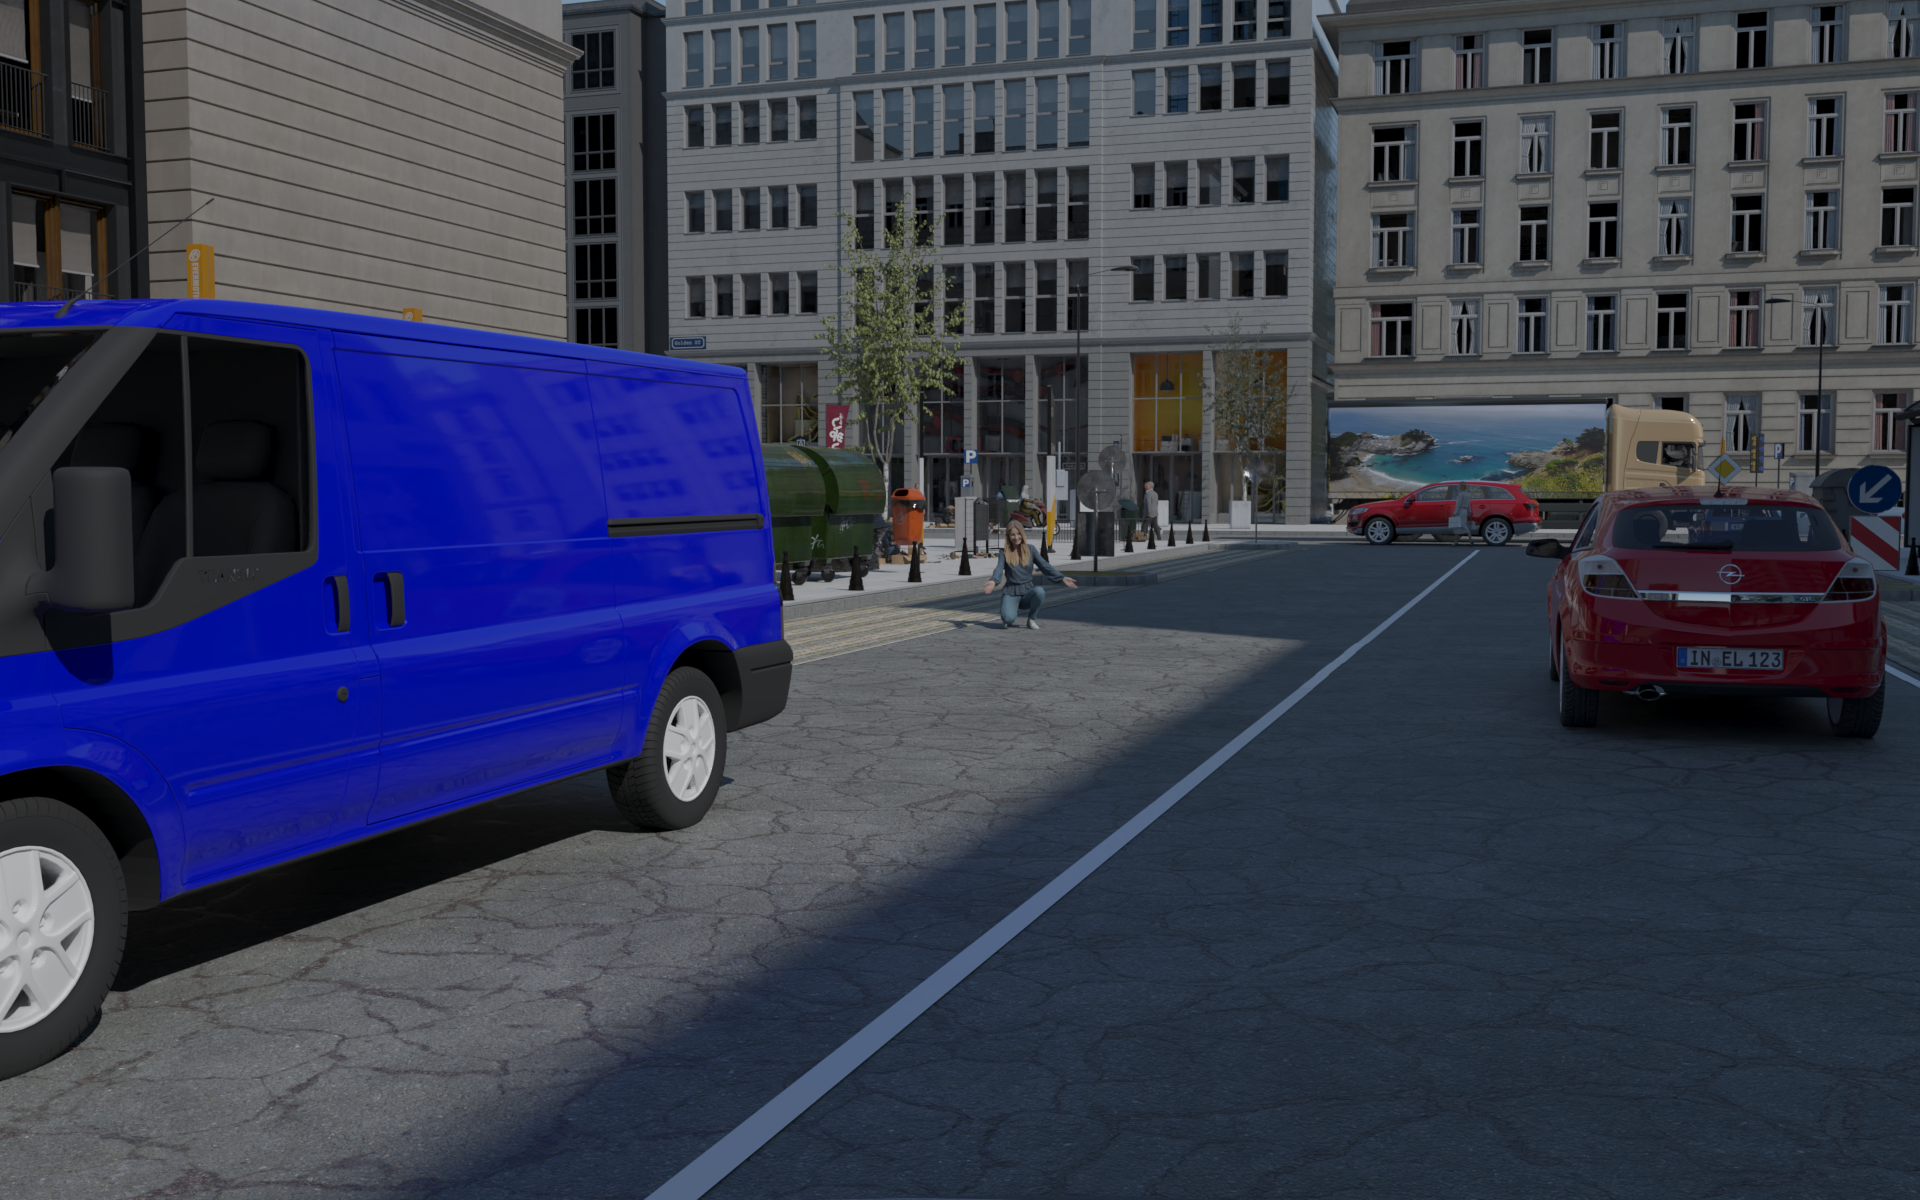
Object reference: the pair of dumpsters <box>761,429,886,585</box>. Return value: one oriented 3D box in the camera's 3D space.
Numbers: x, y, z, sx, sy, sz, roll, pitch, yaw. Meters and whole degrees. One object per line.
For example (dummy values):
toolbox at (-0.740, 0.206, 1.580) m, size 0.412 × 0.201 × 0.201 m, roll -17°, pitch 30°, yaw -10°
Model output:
pair of dumpsters at (-2.534, -1.363, 24.777) m, size 1.574 × 2.255 × 4.437 m, roll 1°, pitch 4°, yaw 19°

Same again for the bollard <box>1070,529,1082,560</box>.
bollard at (2.258, -1.082, 33.731) m, size 0.229 × 0.601 × 0.229 m, roll 0°, pitch 3°, yaw 0°

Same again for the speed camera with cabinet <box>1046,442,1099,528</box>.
speed camera with cabinet at (4.289, -4.390, 66.108) m, size 2.038 × 3.252 × 0.660 m, roll -2°, pitch 4°, yaw -26°

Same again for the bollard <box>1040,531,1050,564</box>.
bollard at (1.530, -0.951, 31.594) m, size 0.229 × 0.601 × 0.229 m, roll 0°, pitch 3°, yaw 0°

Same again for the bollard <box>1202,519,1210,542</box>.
bollard at (6.616, -1.868, 46.576) m, size 0.229 × 0.601 × 0.229 m, roll 0°, pitch 3°, yaw 0°

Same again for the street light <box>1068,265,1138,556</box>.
street light at (2.941, -3.848, 35.454) m, size 1.470 × 5.913 × 1.316 m, roll 1°, pitch 4°, yaw 19°

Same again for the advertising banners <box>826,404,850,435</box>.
advertising banners at (-3.037, -2.275, 33.379) m, size 2.074 × 3.025 × 0.090 m, roll -2°, pitch 4°, yaw -31°

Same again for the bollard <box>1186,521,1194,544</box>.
bollard at (5.893, -1.737, 44.435) m, size 0.229 × 0.601 × 0.229 m, roll 0°, pitch 3°, yaw 0°

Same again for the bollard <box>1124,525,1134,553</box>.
bollard at (3.710, -1.344, 38.014) m, size 0.229 × 0.601 × 0.229 m, roll 0°, pitch 3°, yaw 0°

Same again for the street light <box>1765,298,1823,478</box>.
street light at (19.773, -4.192, 41.080) m, size 1.470 × 5.913 × 1.316 m, roll 1°, pitch 4°, yaw 19°

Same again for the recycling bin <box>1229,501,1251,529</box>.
recycling bin at (10.293, -3.130, 63.730) m, size 0.722 × 1.027 × 0.722 m, roll 0°, pitch 4°, yaw 3°

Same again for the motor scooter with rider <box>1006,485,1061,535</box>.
motor scooter with rider at (2.514, -3.126, 60.075) m, size 1.986 × 1.779 × 0.876 m, roll 1°, pitch 4°, yaw 17°

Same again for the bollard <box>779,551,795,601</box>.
bollard at (-2.103, -0.296, 20.877) m, size 0.229 × 0.601 × 0.229 m, roll 0°, pitch 3°, yaw 0°

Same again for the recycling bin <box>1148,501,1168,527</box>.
recycling bin at (7.643, -3.362, 67.521) m, size 0.722 × 1.027 × 0.722 m, roll 3°, pitch 5°, yaw 41°

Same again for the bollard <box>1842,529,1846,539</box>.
bollard at (17.221, -1.084, 33.763) m, size 0.229 × 0.601 × 0.229 m, roll 0°, pitch 3°, yaw 0°

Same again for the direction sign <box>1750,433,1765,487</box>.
direction sign at (29.763, -4.448, 64.727) m, size 0.876 × 3.537 × 0.379 m, roll -2°, pitch 4°, yaw -35°

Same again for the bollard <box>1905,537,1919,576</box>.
bollard at (15.043, -0.691, 27.336) m, size 0.229 × 0.601 × 0.229 m, roll 0°, pitch 3°, yaw 0°

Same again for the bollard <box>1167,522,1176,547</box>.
bollard at (5.168, -1.606, 42.298) m, size 0.229 × 0.601 × 0.229 m, roll 0°, pitch 3°, yaw 0°

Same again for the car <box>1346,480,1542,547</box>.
car at (13.572, -2.448, 48.704) m, size 5.304 × 1.827 × 2.281 m, roll 1°, pitch 4°, yaw 19°

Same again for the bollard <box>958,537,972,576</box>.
bollard at (0.077, -0.688, 27.298) m, size 0.229 × 0.601 × 0.229 m, roll 0°, pitch 3°, yaw 0°

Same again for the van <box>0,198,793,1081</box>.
van at (-2.567, -0.109, 6.163) m, size 2.240 × 2.365 × 5.245 m, roll 1°, pitch 4°, yaw 20°

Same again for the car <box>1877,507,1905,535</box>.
car at (25.698, -2.414, 51.477) m, size 4.499 × 1.417 × 2.014 m, roll 1°, pitch 4°, yaw 20°

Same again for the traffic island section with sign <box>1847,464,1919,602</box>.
traffic island section with sign at (12.422, -0.942, 24.026) m, size 1.989 × 1.847 × 2.006 m, roll 1°, pitch 4°, yaw 19°

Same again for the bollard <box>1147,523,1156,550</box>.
bollard at (4.439, -1.475, 40.150) m, size 0.229 × 0.601 × 0.229 m, roll 0°, pitch 3°, yaw 0°

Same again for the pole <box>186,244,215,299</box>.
pole at (-6.216, -1.249, 14.270) m, size 0.158 × 3.312 × 0.155 m, roll 0°, pitch 3°, yaw 0°

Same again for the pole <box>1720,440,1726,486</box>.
pole at (28.798, -4.379, 65.445) m, size 0.158 × 3.312 × 0.155 m, roll 0°, pitch 3°, yaw 0°

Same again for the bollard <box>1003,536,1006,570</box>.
bollard at (0.804, -0.819, 29.434) m, size 0.229 × 0.601 × 0.229 m, roll 0°, pitch 3°, yaw 0°

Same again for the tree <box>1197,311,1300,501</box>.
tree at (11.417, -7.259, 69.048) m, size 4.360 × 8.622 × 3.978 m, roll 0°, pitch 3°, yaw 0°

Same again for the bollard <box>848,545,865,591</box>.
bollard at (-1.381, -0.427, 23.017) m, size 0.229 × 0.601 × 0.229 m, roll 0°, pitch 3°, yaw 0°

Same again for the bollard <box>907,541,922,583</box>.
bollard at (-0.659, -0.557, 25.155) m, size 0.229 × 0.601 × 0.229 m, roll 0°, pitch 3°, yaw 0°

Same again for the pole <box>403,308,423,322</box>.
pole at (-6.013, -1.546, 19.125) m, size 0.158 × 3.312 × 0.155 m, roll 0°, pitch 3°, yaw 0°

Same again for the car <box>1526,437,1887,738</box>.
car at (5.000, -0.171, 11.830) m, size 2.155 × 1.783 × 4.494 m, roll 1°, pitch 4°, yaw 17°

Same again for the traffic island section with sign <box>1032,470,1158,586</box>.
traffic island section with sign at (2.097, -1.169, 27.742) m, size 1.989 × 1.847 × 2.006 m, roll 1°, pitch 4°, yaw 19°

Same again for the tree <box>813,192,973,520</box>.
tree at (-1.805, -5.676, 43.165) m, size 4.737 × 8.622 × 4.395 m, roll 0°, pitch 3°, yaw 0°
